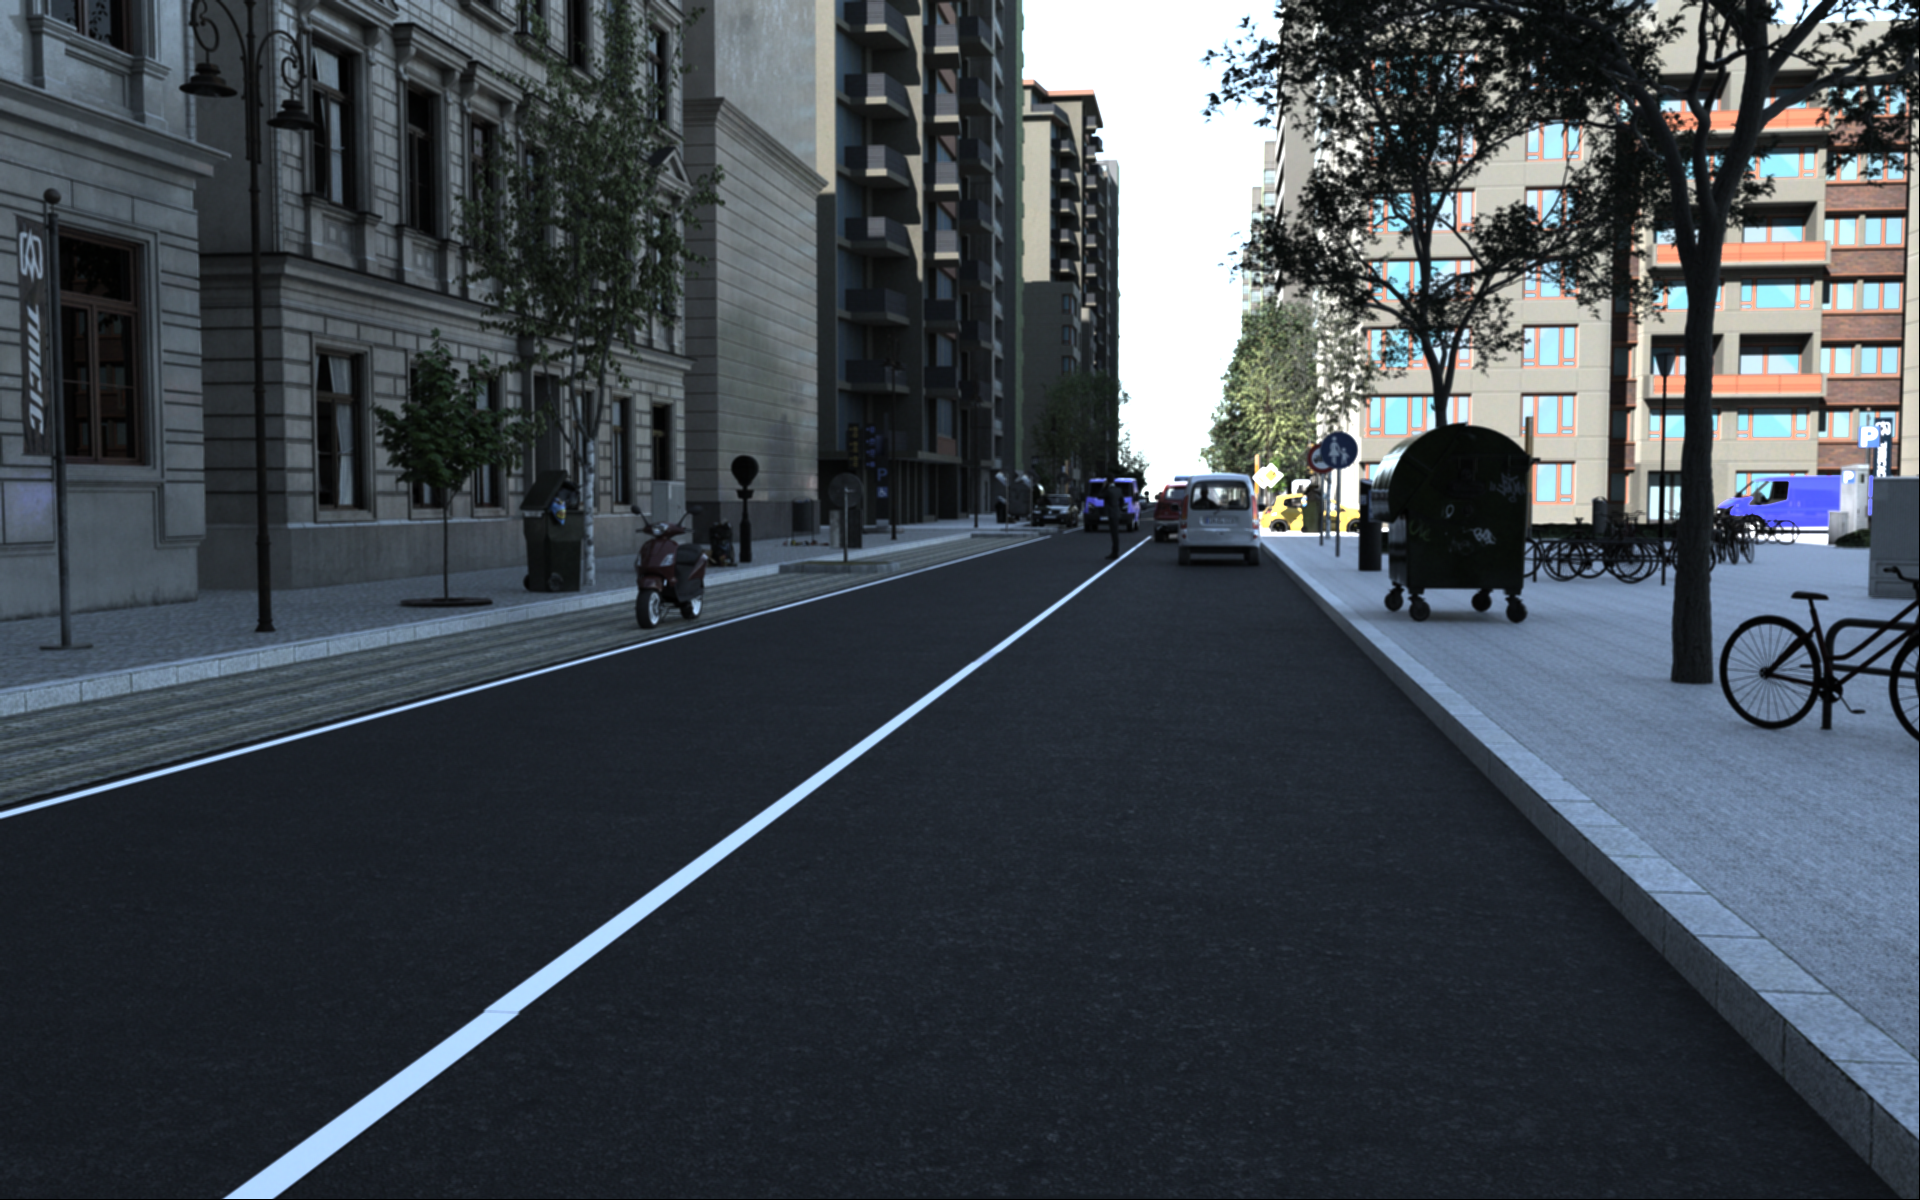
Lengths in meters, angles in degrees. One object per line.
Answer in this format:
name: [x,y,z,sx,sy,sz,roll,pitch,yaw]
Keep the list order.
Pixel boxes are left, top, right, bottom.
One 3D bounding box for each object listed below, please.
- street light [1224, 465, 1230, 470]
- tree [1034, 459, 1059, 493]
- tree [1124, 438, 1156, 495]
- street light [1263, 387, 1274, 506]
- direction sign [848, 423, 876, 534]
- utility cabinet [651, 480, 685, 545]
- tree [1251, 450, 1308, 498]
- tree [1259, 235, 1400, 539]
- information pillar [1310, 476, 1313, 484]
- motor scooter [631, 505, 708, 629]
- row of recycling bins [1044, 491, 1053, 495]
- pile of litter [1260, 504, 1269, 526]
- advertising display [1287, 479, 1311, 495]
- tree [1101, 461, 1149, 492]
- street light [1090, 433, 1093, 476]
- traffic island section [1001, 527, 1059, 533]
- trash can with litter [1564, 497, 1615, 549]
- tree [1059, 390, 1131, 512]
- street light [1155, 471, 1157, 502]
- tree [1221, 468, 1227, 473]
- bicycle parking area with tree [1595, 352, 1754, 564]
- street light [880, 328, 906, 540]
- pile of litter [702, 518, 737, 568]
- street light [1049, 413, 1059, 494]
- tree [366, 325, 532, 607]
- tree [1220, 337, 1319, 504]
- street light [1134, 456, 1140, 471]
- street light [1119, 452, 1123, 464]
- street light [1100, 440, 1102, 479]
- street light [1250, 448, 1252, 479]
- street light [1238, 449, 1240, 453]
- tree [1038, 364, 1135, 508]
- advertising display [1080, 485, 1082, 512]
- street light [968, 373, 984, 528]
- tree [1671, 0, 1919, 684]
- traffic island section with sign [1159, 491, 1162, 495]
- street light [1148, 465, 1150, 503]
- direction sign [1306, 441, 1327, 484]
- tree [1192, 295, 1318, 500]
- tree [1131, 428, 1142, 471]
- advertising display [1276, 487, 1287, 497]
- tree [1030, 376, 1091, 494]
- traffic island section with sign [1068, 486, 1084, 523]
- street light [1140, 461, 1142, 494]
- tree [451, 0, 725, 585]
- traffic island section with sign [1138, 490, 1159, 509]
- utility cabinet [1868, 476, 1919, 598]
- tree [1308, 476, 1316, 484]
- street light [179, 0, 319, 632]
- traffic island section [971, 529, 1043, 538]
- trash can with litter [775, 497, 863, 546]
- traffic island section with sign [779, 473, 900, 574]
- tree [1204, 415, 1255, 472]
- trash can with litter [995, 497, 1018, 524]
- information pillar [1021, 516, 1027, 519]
street light: [35.903,-15.911,232.926,0.468,5.910,1.993,1,4,8]
tree: [4.271,-6.051,93.540,1.663,3.219,1.824,0,3,0]
tree: [23.743,-16.990,228.155,4.737,8.622,4.395,0,3,0]
street light: [13.151,-6.194,74.067,0.468,5.910,1.993,1,4,8]
direction sign: [-3.133,-3.878,55.407,0.876,3.537,0.379,0,4,-8]
utility cabinet: [-4.804,-1.220,28.620,0.318,1.500,1.173,0,4,4]
tree: [13.932,-4.995,76.273,1.663,3.219,1.824,0,3,0]
tree: [10.520,-6.056,49.375,4.360,8.622,3.978,0,3,0]
information pillar: [17.440,-5.785,85.937,0.183,3.616,0.504,1,4,17]
motor scooter: [-3.173,-0.385,19.064,0.815,1.314,1.986,1,4,9]
row of recycling bins: [5.532,-7.798,134.607,3.534,1.692,1.069,1,4,18]
pile of litter: [12.494,-3.433,70.098,1.176,0.858,1.719,1,4,14]
advertising display: [14.404,-4.166,73.332,0.974,1.923,0.123,-1,4,-23]
tree: [15.219,-11.232,167.362,4.285,4.588,4.351,0,3,0]
street light: [9.835,-9.577,129.378,0.468,5.910,1.993,1,4,8]
traffic island section: [2.672,-2.649,65.597,2.009,0.180,2.903,1,4,8]
trash can with litter: [14.917,-1.847,41.251,2.233,1.210,1.678,-3,4,-38]
tree: [8.776,-10.402,120.437,4.360,8.622,3.978,0,3,0]
street light: [32.567,-19.290,288.184,0.468,5.910,1.993,1,4,8]
tree: [40.219,-18.856,258.650,4.360,8.622,3.978,0,3,0]
bicycle parking area with tree: [16.786,-2.898,34.389,8.231,4.147,9.016,2,4,33]
street light: [-1.857,-4.631,48.504,0.468,5.910,1.993,1,4,8]
pile of litter: [-4.506,-1.035,30.884,1.176,0.858,1.719,0,4,5]
street light: [5.296,-7.639,97.681,0.468,5.910,1.993,1,4,8]
tree: [-6.089,-1.557,20.059,1.663,3.219,1.824,0,3,0]
tree: [14.826,-8.050,81.975,4.737,8.622,4.395,0,3,0]
street light: [20.806,-14.250,205.777,0.468,5.910,1.993,1,4,8]
street light: [16.243,-12.312,174.083,0.468,5.910,1.993,1,4,8]
street light: [11.572,-10.374,142.405,0.468,5.910,1.993,1,4,8]
street light: [17.745,-8.133,105.756,0.468,5.910,1.993,1,4,8]
street light: [23.841,-10.779,149.030,0.468,5.910,1.993,1,4,8]
tree: [10.022,-12.949,137.472,9.928,11.665,9.643,0,3,0]
advertising display: [8.995,-7.488,127.646,0.123,1.923,0.974,1,4,11]
street light: [0.616,-5.701,66.004,0.468,5.910,1.993,1,4,8]
tree: [4.686,-4.707,11.365,7.601,10.594,8.767,-2,4,-29]
traffic island section with sign: [28.586,-14.529,246.178,1.989,1.847,2.006,1,4,8]
street light: [28.027,-17.352,256.487,0.468,5.910,1.993,1,4,8]
direction sign: [15.205,-5.009,73.894,0.876,3.537,0.379,0,4,2]
tree: [18.079,-11.114,98.726,9.611,12.733,9.660,0,3,0]
tree: [16.776,-13.918,177.927,4.360,8.622,3.978,0,3,0]
advertising display: [17.078,-5.302,91.908,0.123,1.923,0.974,3,5,41]
tree: [6.147,-9.682,108.666,4.737,8.622,4.395,0,3,0]
traffic island section with sign: [5.834,-4.830,87.590,1.989,1.847,2.006,1,4,8]
street light: [23.411,-15.382,224.287,0.468,5.910,1.993,1,4,8]
tree: [-5.304,-4.534,24.494,4.737,8.622,4.395,0,3,0]
traffic island section with sign: [20.623,-11.134,190.675,1.989,1.847,2.006,1,4,8]
utility cabinet: [11.782,-0.761,21.129,1.173,1.500,0.318,2,4,35]
tree: [20.936,-6.783,105.504,1.663,3.219,1.824,0,3,0]
street light: [-6.482,-2.642,15.983,0.468,5.910,1.993,1,4,8]
traffic island section: [1.538,-2.166,57.693,2.009,0.180,2.903,1,4,8]
trash can with litter: [-3.527,-1.969,43.249,2.233,1.210,1.678,-1,4,-9]
traffic island section with sign: [-2.161,-1.428,31.983,1.989,1.847,2.006,1,4,8]
tree: [34.945,-18.089,221.516,9.928,11.665,9.643,0,3,0]
trash can with litter: [2.053,-3.938,75.779,1.055,1.170,0.624,3,4,37]
information pillar: [3.363,-5.288,90.954,0.304,2.012,0.304,1,4,14]
